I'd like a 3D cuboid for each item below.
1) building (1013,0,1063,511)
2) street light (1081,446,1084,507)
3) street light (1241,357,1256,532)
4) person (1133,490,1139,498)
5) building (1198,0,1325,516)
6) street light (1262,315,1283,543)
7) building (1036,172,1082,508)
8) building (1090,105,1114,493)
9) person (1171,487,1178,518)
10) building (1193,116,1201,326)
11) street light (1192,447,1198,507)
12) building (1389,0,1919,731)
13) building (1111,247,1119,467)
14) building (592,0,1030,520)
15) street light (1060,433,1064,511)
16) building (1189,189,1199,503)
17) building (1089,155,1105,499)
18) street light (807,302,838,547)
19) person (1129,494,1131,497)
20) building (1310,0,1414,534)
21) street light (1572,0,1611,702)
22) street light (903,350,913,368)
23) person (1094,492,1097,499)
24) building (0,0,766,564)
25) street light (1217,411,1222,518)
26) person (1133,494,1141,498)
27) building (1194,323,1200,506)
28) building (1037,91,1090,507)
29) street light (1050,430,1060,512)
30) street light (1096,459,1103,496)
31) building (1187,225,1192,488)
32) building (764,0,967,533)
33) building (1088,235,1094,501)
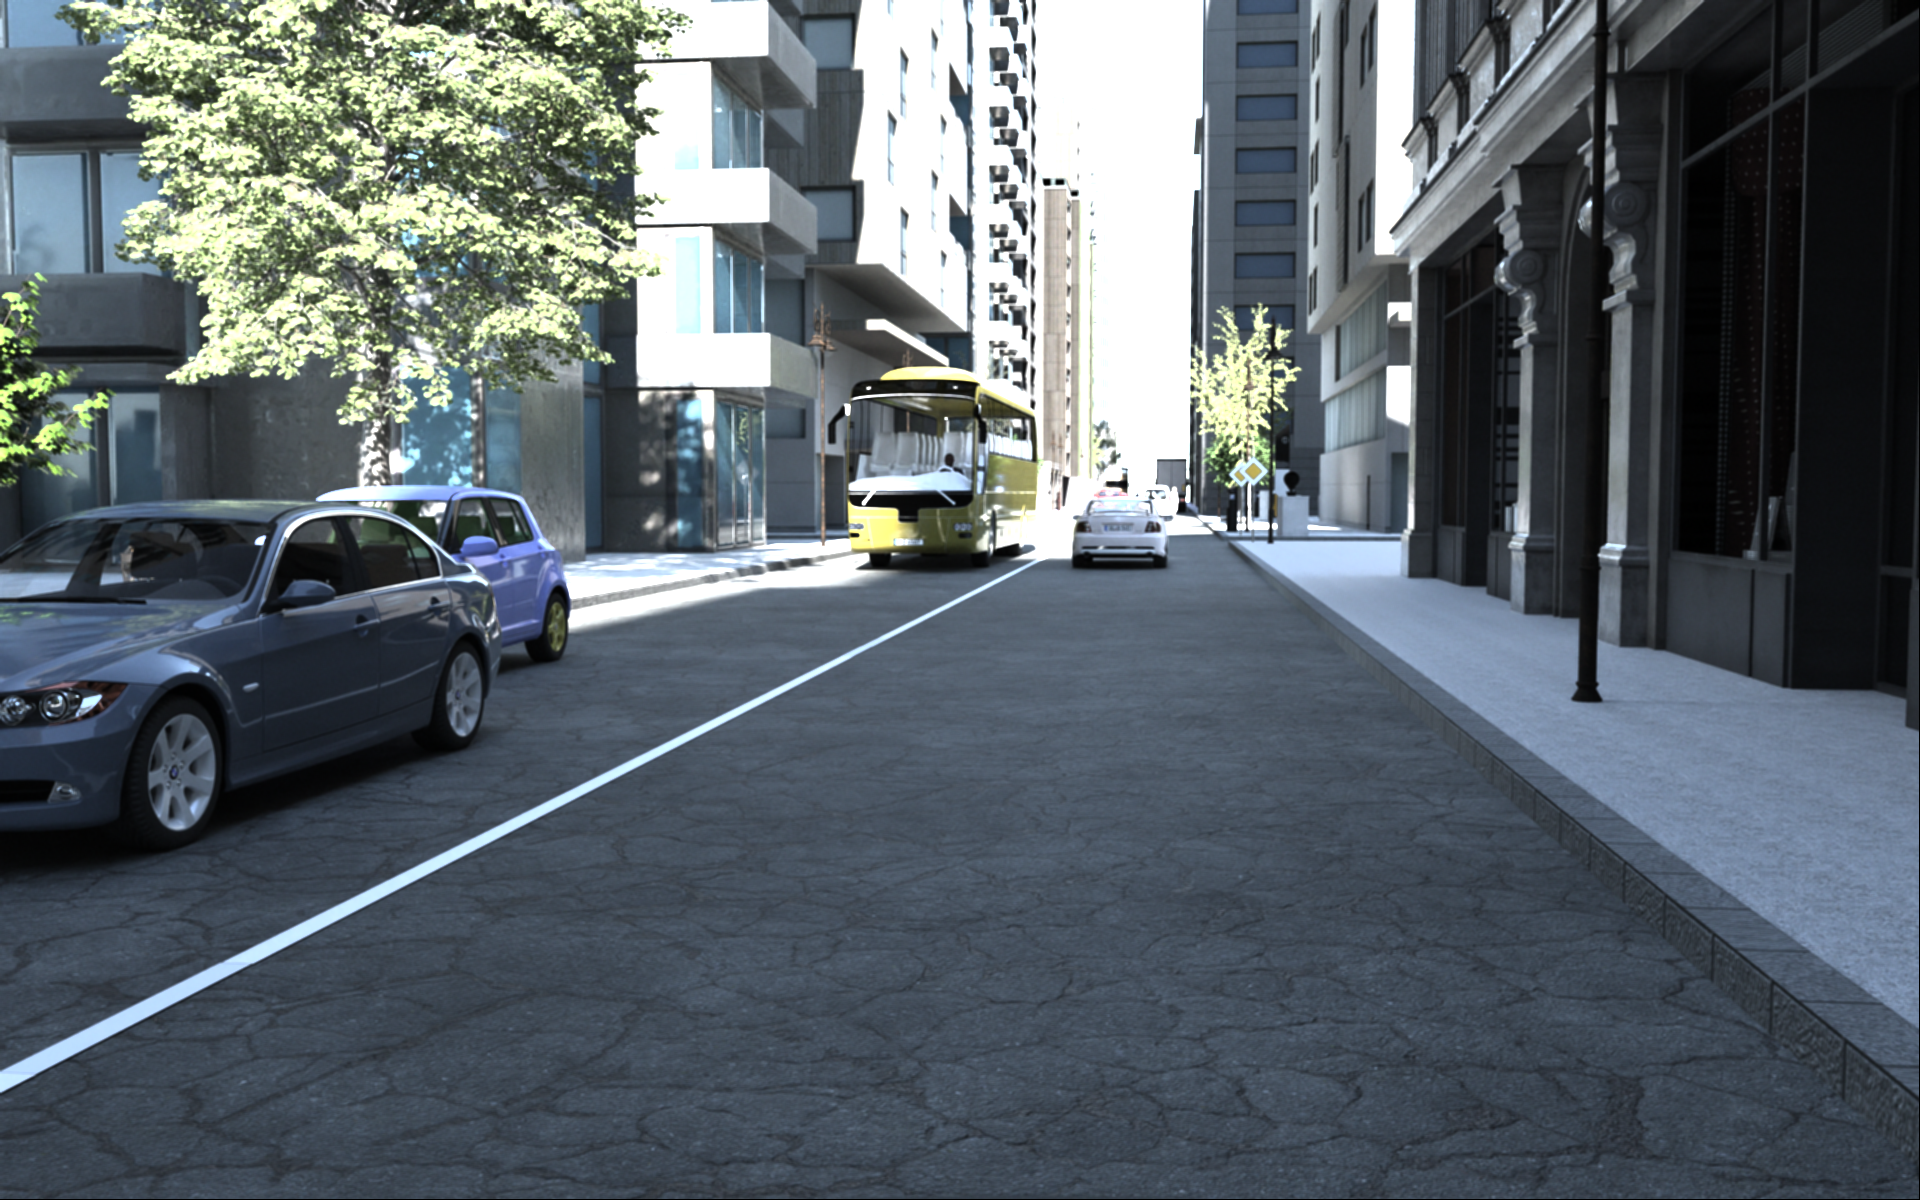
[{"bbox_3d":[-2.084,-42.918,139.958,20.563,71.187,20.611,0,4,7],"label":"building"},{"bbox_3d":[11.701,-11.800,165.715,0.468,5.910,1.993,0,4,7],"label":"street light"},{"bbox_3d":[9.741,-5.249,58.605,0.468,5.910,1.993,0,4,7],"label":"street light"},{"bbox_3d":[17.625,-10.109,173.644,0.599,1.838,0.709,0,4,-5],"label":"person"},{"bbox_3d":[26.278,-34.885,112.369,21.231,58.520,28.212,0,4,7],"label":"building"},{"bbox_3d":[8.077,-4.408,44.856,0.468,5.910,1.993,0,4,7],"label":"street light"},{"bbox_3d":[3.733,-23.636,158.150,14.160,30.474,14.107,0,4,7],"label":"building"},{"bbox_3d":[11.667,-43.794,258.029,21.231,58.520,28.212,0,4,7],"label":"building"},{"bbox_3d":[12.881,-5.865,104.277,0.514,1.842,0.818,2,4,32],"label":"person"},{"bbox_3d":[45.904,-39.437,234.037,28.713,52.752,27.495,0,4,7],"label":"building"},{"bbox_3d":[23.258,-12.047,169.755,0.468,5.910,1.993,0,4,7],"label":"street light"},{"bbox_3d":[11.191,-10.639,24.858,10.553,20.767,40.483,0,4,7],"label":"building"},{"bbox_3d":[18.184,-36.421,279.074,14.154,41.232,14.086,0,4,7],"label":"building"},{"bbox_3d":[-7.214,-30.152,112.594,23.786,49.044,30.456,0,4,7],"label":"building"},{"bbox_3d":[7.616,-9.702,131.417,0.468,5.910,1.993,0,4,7],"label":"street light"},{"bbox_3d":[45.368,-38.865,259.136,21.300,48.544,21.600,0,4,7],"label":"building"},{"bbox_3d":[6.962,-37.250,228.644,23.786,49.044,30.456,0,4,7],"label":"building"},{"bbox_3d":[-3.317,-4.225,41.861,0.468,5.910,1.993,0,4,7],"label":"street light"},{"bbox_3d":[25.975,-15.526,265.573,0.991,1.433,0.599,-2,4,-28],"label":"person"},{"bbox_3d":[27.240,-29.033,63.929,27.495,52.752,28.713,0,4,7],"label":"building"},{"bbox_3d":[3.891,-2.311,10.571,0.468,5.910,1.993,0,4,7],"label":"street light"},{"bbox_3d":[-1.659,-5.054,55.422,0.468,5.910,1.993,0,4,7],"label":"street light"},{"bbox_3d":[16.442,-12.239,209.282,0.551,1.740,0.621,-1,4,-21],"label":"person"},{"bbox_3d":[-19.138,-25.582,37.880,30.456,49.044,23.786,0,4,7],"label":"building"},{"bbox_3d":[13.983,-7.371,93.310,0.468,5.910,1.993,0,4,7],"label":"street light"},{"bbox_3d":[22.196,-12.701,216.175,1.348,1.822,0.705,1,4,21],"label":"person"},{"bbox_3d":[39.626,-20.992,188.253,27.650,21.520,28.899,0,4,7],"label":"building"},{"bbox_3d":[5.505,-29.859,171.781,14.154,41.232,14.086,0,4,7],"label":"building"},{"bbox_3d":[6.718,-9.293,124.735,0.468,5.910,1.993,0,4,7],"label":"street light"},{"bbox_3d":[15.914,-13.897,199.997,0.468,5.910,1.993,0,4,7],"label":"street light"},{"bbox_3d":[43.870,-38.430,278.435,14.600,45.320,14.200,0,4,7],"label":"building"},{"bbox_3d":[-14.274,-29.327,68.741,28.713,52.752,27.495,0,4,7],"label":"building"},{"bbox_3d":[7.056,-25.345,186.095,14.160,30.474,14.107,0,4,7],"label":"building"}]
